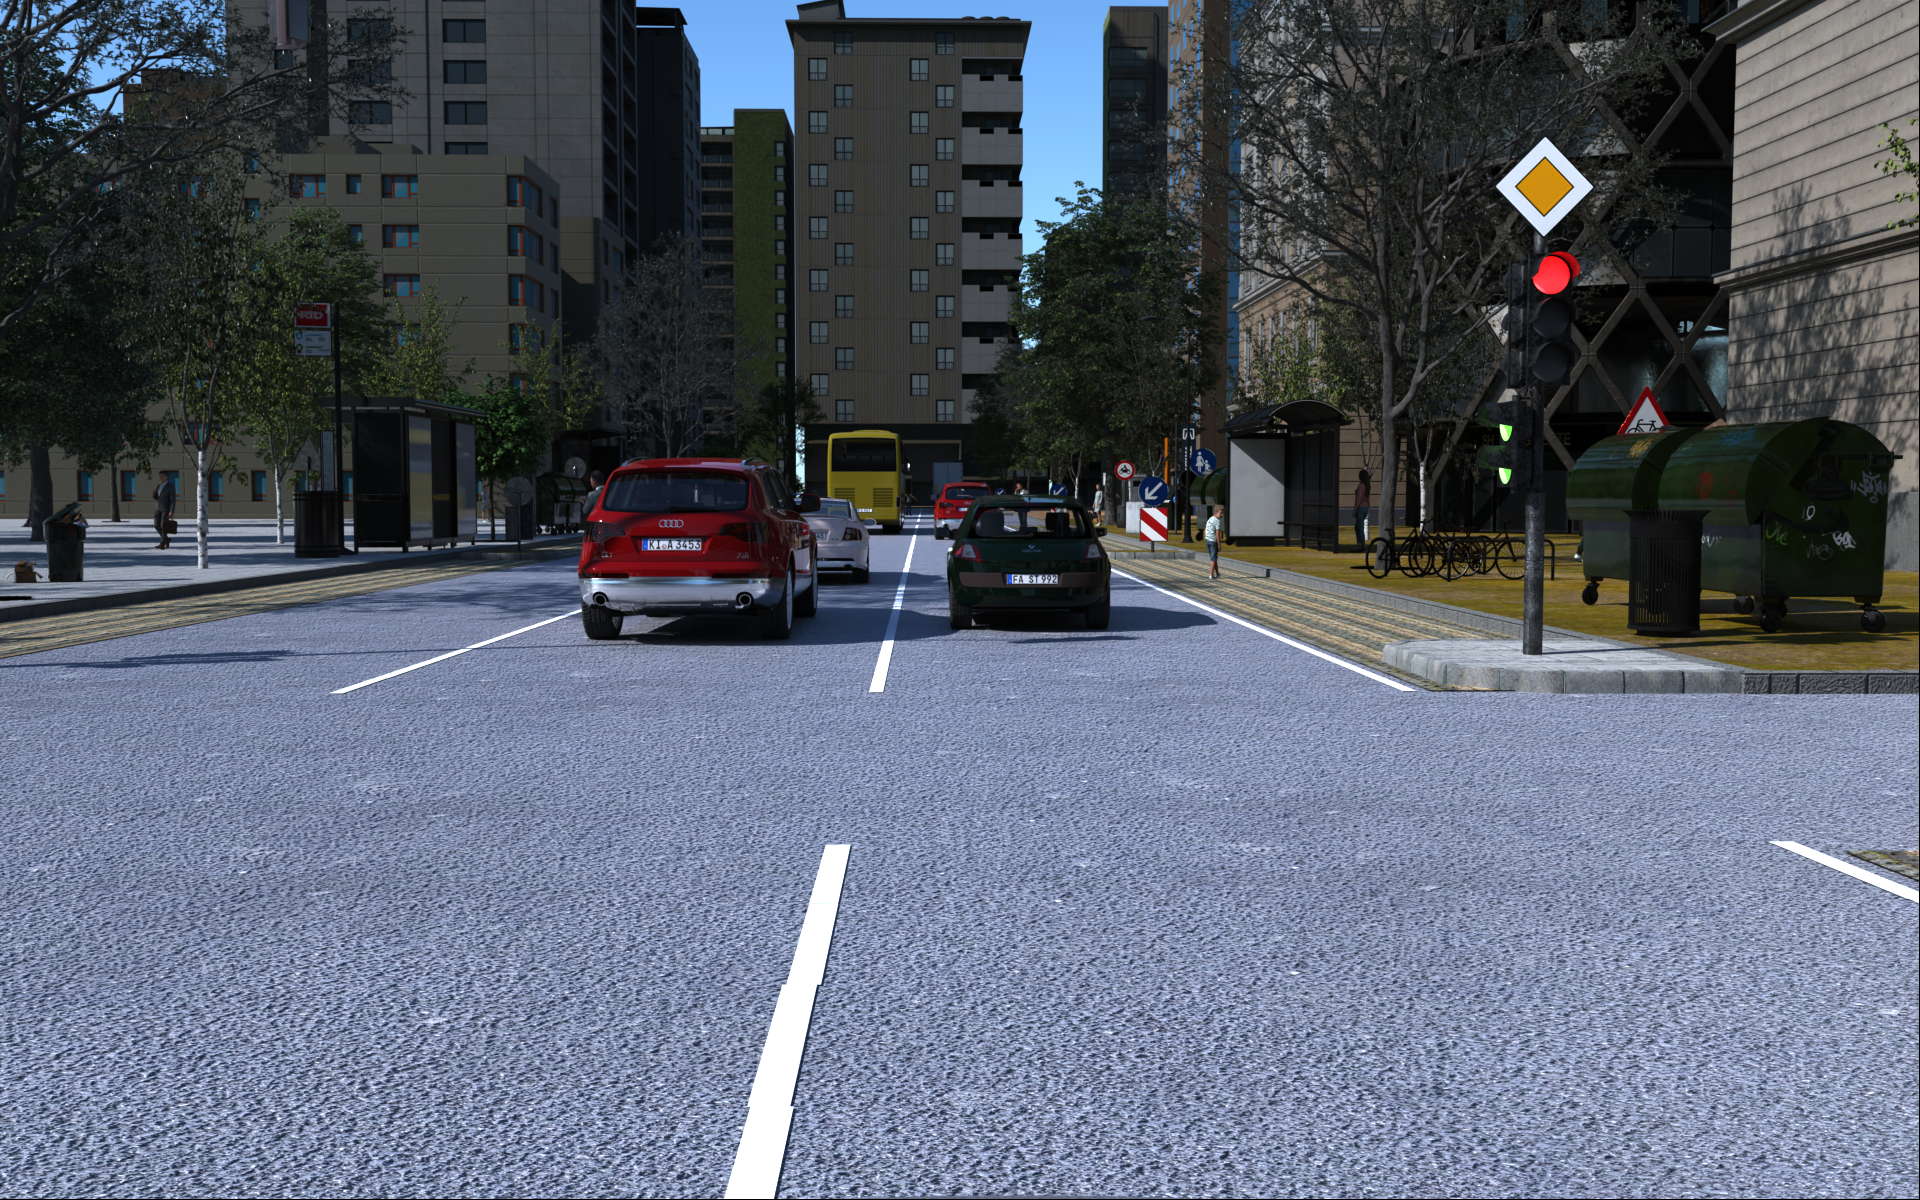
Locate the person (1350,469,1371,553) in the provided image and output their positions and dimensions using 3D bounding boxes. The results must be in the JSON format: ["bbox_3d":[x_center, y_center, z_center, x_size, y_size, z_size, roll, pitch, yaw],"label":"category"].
[{"bbox_3d":[8.787,-1.948,37.898,0.388,1.821,0.555,2,4,32],"label":"person"}]

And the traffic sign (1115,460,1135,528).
[{"bbox_3d":[6.157,-3.954,64.752,0.768,2.556,0.104,0,4,2],"label":"traffic sign"}]

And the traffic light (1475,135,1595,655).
[{"bbox_3d":[4.566,-1.519,13.755,0.839,4.253,0.868,0,4,-1],"label":"traffic light"}]

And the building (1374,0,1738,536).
[{"bbox_3d":[22.979,-11.766,59.820,16.820,18.784,16.811,0,4,-1],"label":"building"}]

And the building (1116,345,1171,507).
[{"bbox_3d":[23.779,-49.715,125.512,22.319,86.520,31.000,0,4,-1],"label":"building"}]

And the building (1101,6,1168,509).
[{"bbox_3d":[19.104,-28.501,149.580,14.154,41.232,14.086,0,4,-1],"label":"building"}]

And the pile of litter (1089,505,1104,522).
[{"bbox_3d":[6.401,-4.026,79.786,1.719,0.858,1.176,0,4,6],"label":"pile of litter"}]

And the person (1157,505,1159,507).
[{"bbox_3d":[12.338,-6.322,109.271,0.709,1.838,0.599,0,4,1],"label":"person"}]

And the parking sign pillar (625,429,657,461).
[{"bbox_3d":[-13.267,-5.124,72.256,1.447,3.967,1.447,1,4,8],"label":"parking sign pillar"}]

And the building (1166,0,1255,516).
[{"bbox_3d":[20.260,-27.732,103.530,14.600,45.320,14.200,0,4,-1],"label":"building"}]

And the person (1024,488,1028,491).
[{"bbox_3d":[4.441,-6.860,118.920,0.721,1.735,1.217,2,4,30],"label":"person"}]

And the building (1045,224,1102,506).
[{"bbox_3d":[16.470,-25.442,187.672,14.107,30.474,14.160,0,4,-1],"label":"building"}]

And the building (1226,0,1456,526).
[{"bbox_3d":[20.567,-17.895,78.479,13.634,28.700,20.117,0,4,-1],"label":"building"}]

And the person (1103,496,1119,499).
[{"bbox_3d":[9.899,-6.605,114.124,1.350,1.814,0.705,3,5,43],"label":"person"}]

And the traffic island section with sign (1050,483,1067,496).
[{"bbox_3d":[3.560,-3.481,65.538,1.989,1.847,2.006,0,4,-1],"label":"traffic island section with sign"}]

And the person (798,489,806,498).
[{"bbox_3d":[-9.621,-6.003,107.164,1.217,1.766,0.721,1,4,9],"label":"person"}]

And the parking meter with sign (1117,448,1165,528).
[{"bbox_3d":[6.837,-4.250,65.748,1.738,3.016,0.543,1,4,22],"label":"parking meter with sign"}]

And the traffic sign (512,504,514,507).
[{"bbox_3d":[-13.270,-3.141,51.356,0.884,2.594,0.081,0,4,8],"label":"traffic sign"}]

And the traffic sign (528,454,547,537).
[{"bbox_3d":[-12.713,-3.158,51.735,0.768,2.556,0.104,0,4,3],"label":"traffic sign"}]

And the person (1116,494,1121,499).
[{"bbox_3d":[11.725,-7.657,132.025,1.217,1.735,0.721,3,4,38],"label":"person"}]

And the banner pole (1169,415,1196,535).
[{"bbox_3d":[7.049,-3.952,54.631,0.863,3.779,0.401,1,4,20],"label":"banner pole"}]

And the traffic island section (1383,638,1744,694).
[{"bbox_3d":[4.606,0.514,13.870,2.009,0.180,2.903,0,4,-1],"label":"traffic island section"}]

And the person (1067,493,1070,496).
[{"bbox_3d":[9.176,-8.861,151.440,1.217,1.766,0.721,0,4,-3],"label":"person"}]

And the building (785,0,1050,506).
[{"bbox_3d":[-4.469,-36.966,193.635,27.495,52.752,28.713,0,4,-1],"label":"building"}]

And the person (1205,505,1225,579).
[{"bbox_3d":[4.281,-0.975,29.126,0.352,1.250,0.332,1,4,14],"label":"person"}]

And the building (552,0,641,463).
[{"bbox_3d":[-32.312,-42.062,125.966,20.563,71.187,20.611,0,4,-1],"label":"building"}]

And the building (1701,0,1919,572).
[{"bbox_3d":[26.846,-14.751,28.563,23.554,28.519,14.401,0,4,-1],"label":"building"}]

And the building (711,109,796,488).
[{"bbox_3d":[-25.179,-30.801,187.184,14.086,41.232,14.154,0,4,-1],"label":"building"}]

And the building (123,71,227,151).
[{"bbox_3d":[-78.931,-32.771,185.920,14.200,45.320,14.600,0,4,-1],"label":"building"}]

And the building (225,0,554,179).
[{"bbox_3d":[-46.900,-43.210,144.733,20.611,71.187,20.563,0,4,-1],"label":"building"}]

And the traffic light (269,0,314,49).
[{"bbox_3d":[-7.503,-2.377,13.531,4.771,5.953,1.251,0,4,-1],"label":"traffic light"}]

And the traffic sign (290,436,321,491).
[{"bbox_3d":[-14.564,-2.367,38.711,0.884,2.594,0.081,1,4,9],"label":"traffic sign"}]

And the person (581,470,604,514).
[{"bbox_3d":[-5.693,-1.132,27.197,0.466,1.800,0.511,1,4,22],"label":"person"}]

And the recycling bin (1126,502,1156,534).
[{"bbox_3d":[5.854,-2.661,56.065,0.722,1.027,0.722,3,4,37],"label":"recycling bin"}]

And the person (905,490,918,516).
[{"bbox_3d":[-3.393,-6.511,115.676,1.217,1.735,0.721,1,4,21],"label":"person"}]

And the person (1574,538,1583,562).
[{"bbox_3d":[11.866,-1.616,32.476,0.620,1.820,0.660,-1,4,-19],"label":"person"}]

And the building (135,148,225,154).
[{"bbox_3d":[-64.316,-23.053,148.617,14.107,30.474,14.160,0,4,-1],"label":"building"}]

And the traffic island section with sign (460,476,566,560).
[{"bbox_3d":[-9.800,-1.810,38.221,1.989,1.847,2.006,0,4,-1],"label":"traffic island section with sign"}]

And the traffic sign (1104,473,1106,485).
[{"bbox_3d":[7.237,-5.003,83.926,0.606,2.300,0.079,0,4,1],"label":"traffic sign"}]

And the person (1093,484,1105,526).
[{"bbox_3d":[5.573,-3.817,69.459,0.522,1.701,0.512,-2,4,-33],"label":"person"}]

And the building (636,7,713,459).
[{"bbox_3d":[-29.615,-28.462,148.953,14.086,41.232,14.154,0,4,-1],"label":"building"}]

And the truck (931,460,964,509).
[{"bbox_3d":[-1.049,-9.638,146.490,2.839,4.237,11.283,0,4,-1],"label":"truck"}]

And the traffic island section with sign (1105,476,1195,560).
[{"bbox_3d":[4.103,-1.832,38.588,1.989,1.847,2.006,0,4,-1],"label":"traffic island section with sign"}]

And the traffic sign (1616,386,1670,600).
[{"bbox_3d":[8.293,-1.285,21.010,0.884,2.594,0.081,0,4,4],"label":"traffic sign"}]

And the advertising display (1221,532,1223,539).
[{"bbox_3d":[7.720,-2.687,49.152,0.123,1.923,0.974,-2,4,-29],"label":"advertising display"}]

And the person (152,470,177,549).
[{"bbox_3d":[-18.441,-2.089,40.170,0.622,1.834,0.822,0,4,7],"label":"person"}]

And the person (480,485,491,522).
[{"bbox_3d":[-21.500,-4.367,78.441,0.522,1.701,0.512,0,4,3],"label":"person"}]

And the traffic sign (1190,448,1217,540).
[{"bbox_3d":[6.761,-2.948,48.302,0.768,2.556,0.104,0,4,0],"label":"traffic sign"}]

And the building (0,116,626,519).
[{"bbox_3d":[-36.254,-15.758,102.689,27.650,21.520,28.899,0,4,-1],"label":"building"}]

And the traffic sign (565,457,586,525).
[{"bbox_3d":[-13.224,-3.634,59.530,0.768,2.556,0.104,1,4,8],"label":"traffic sign"}]

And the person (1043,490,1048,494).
[{"bbox_3d":[7.810,-9.222,158.295,0.593,1.643,0.415,2,4,24],"label":"person"}]

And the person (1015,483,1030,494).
[{"bbox_3d":[2.093,-3.018,58.023,0.473,1.802,0.592,-3,5,-42],"label":"person"}]
